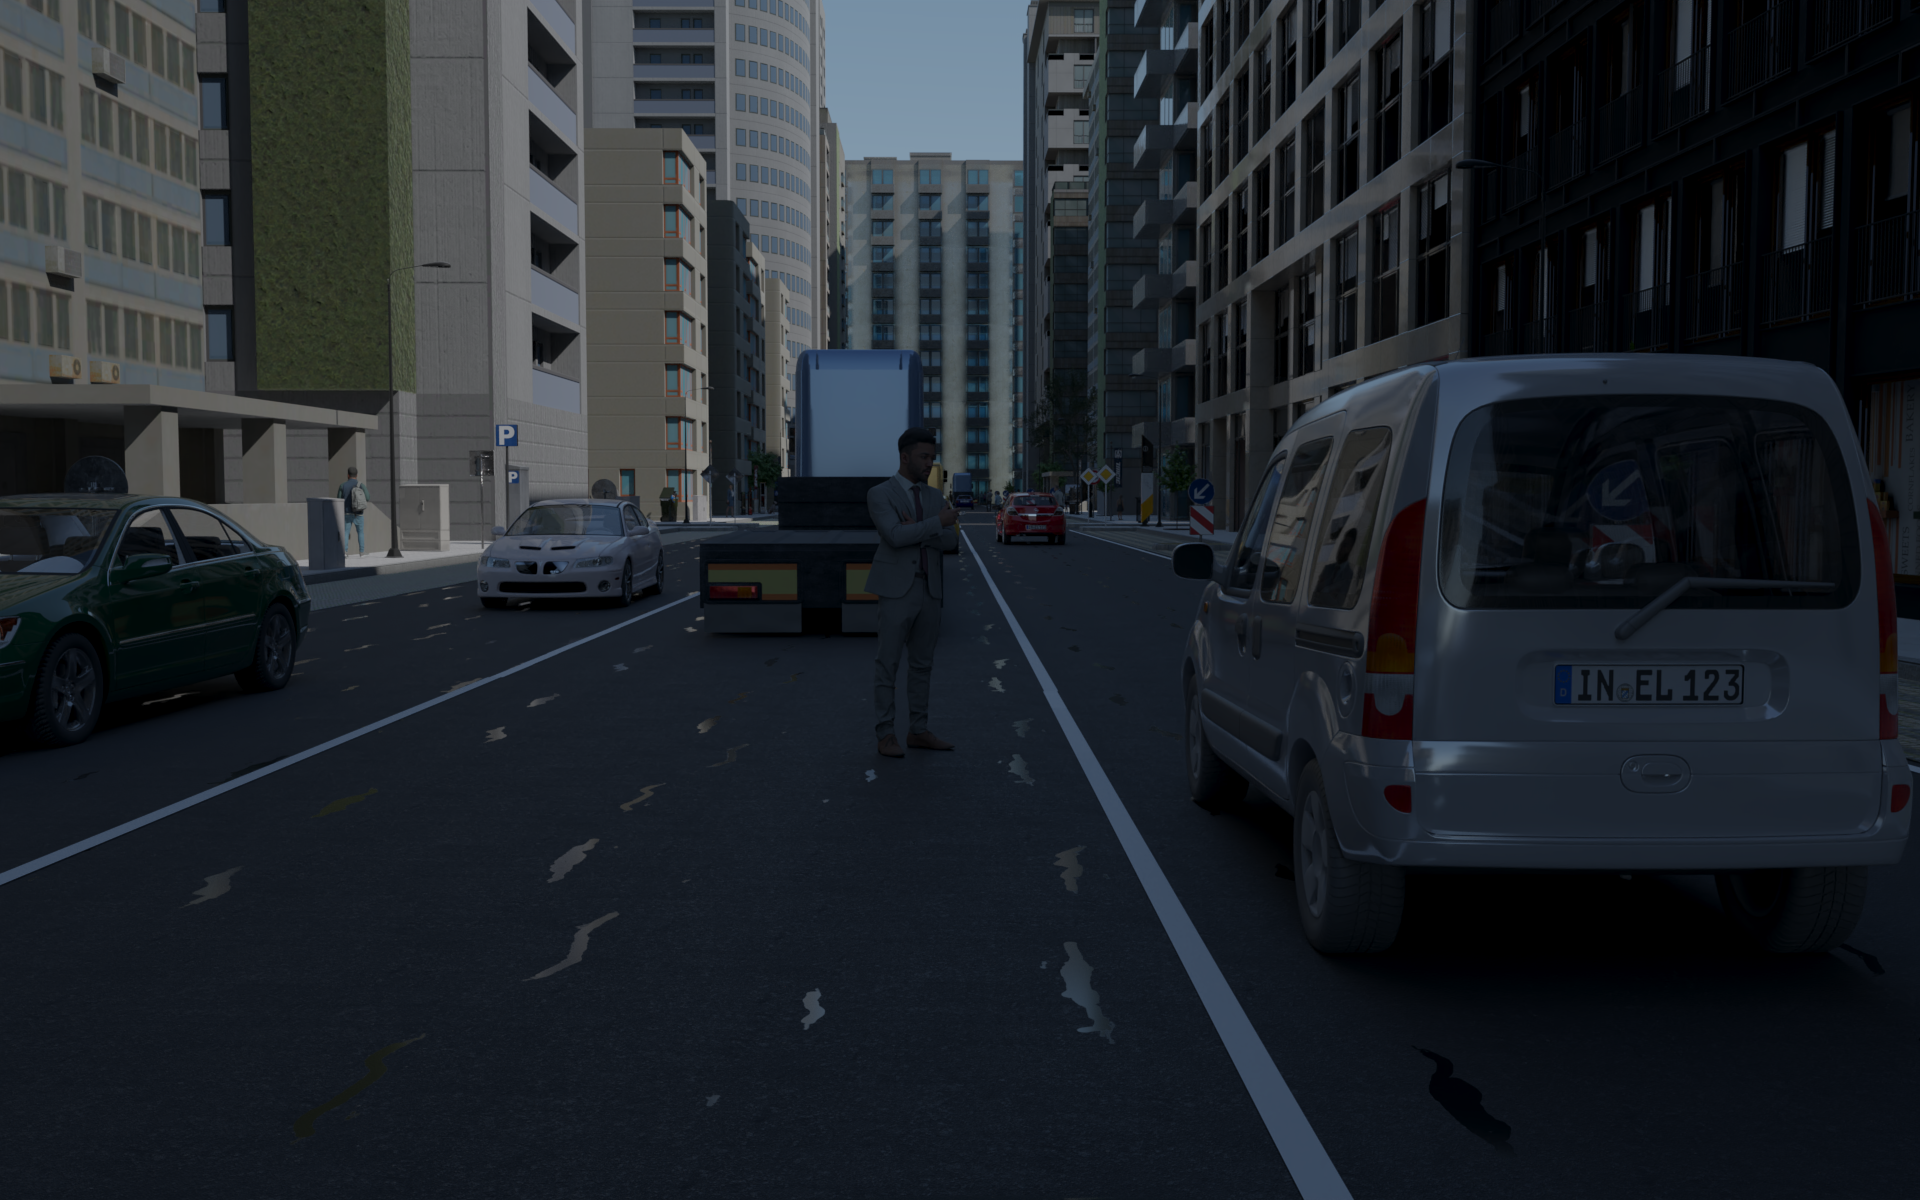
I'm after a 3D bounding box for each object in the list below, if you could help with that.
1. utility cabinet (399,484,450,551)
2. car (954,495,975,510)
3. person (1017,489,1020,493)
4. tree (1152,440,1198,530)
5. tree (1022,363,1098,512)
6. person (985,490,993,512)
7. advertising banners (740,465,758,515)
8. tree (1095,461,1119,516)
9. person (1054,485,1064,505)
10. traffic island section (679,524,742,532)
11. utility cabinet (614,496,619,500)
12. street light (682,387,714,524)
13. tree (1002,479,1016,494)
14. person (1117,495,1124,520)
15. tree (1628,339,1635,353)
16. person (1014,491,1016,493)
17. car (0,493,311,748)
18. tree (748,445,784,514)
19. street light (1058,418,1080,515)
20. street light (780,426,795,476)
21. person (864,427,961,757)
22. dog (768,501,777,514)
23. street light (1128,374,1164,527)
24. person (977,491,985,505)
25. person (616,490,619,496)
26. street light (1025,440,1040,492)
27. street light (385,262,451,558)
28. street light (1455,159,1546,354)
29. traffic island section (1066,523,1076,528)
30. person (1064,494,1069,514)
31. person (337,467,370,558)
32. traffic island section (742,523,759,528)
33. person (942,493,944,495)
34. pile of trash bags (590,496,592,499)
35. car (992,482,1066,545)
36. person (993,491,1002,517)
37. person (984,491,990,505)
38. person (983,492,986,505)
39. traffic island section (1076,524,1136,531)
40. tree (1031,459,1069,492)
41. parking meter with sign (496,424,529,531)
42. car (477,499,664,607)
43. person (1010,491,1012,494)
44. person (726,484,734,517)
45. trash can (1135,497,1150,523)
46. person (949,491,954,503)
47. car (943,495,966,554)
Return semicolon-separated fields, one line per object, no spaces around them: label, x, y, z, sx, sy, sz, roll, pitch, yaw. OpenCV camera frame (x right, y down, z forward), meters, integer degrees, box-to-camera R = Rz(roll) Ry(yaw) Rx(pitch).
utility cabinet;-12.009;-1.842;38.803;1.173;1.500;0.318;2;4;25
car;0.424;-8.952;158.946;1.945;1.354;3.894;0;4;0
person;6.336;-11.060;186.876;0.705;1.824;1.348;-1;4;-8
tree;7.631;-4.110;61.798;1.663;3.219;1.824;0;3;0
tree;8.313;-11.500;122.435;8.767;10.594;7.601;1;4;11
person;2.340;-7.972;139.028;0.592;1.802;0.473;-1;4;-11
advertising banners;-12.735;-6.648;104.876;0.090;3.025;2.074;2;4;25
tree;8.548;-6.488;100.684;1.663;3.219;1.824;0;3;0
person;4.262;-4.082;75.334;0.391;1.810;0.635;2;4;27
traffic island section;-9.726;-2.750;67.250;2.009;0.180;2.903;0;4;-1
utility cabinet;-12.283;-3.083;61.573;0.306;1.237;1.020;-2;4;-30
street light;-11.359;-6.276;75.151;1.470;5.913;1.316;0;4;-1
tree;6.248;-13.612;217.156;1.663;3.219;1.824;0;3;0
person;7.871;-4.538;84.916;0.362;1.253;0.373;3;5;43
tree;8.293;-1.659;21.733;1.663;3.219;1.824;0;3;0
person;6.468;-12.068;204.819;0.415;1.643;0.593;1;4;14
car;-5.908;0.029;11.318;2.131;1.459;4.920;0;4;1
tree;-13.276;-7.994;114.416;4.285;4.588;4.351;0;3;0
street light;6.702;-8.193;106.501;1.470;5.913;1.316;0;4;-1
street light;-11.701;-8.917;118.339;1.470;5.913;1.316;0;4;-1
person;-0.236;-0.052;9.536;0.466;1.800;0.511;3;4;36
dog;-12.053;-5.899;110.820;0.513;0.831;0.800;-2;4;-28
street light;7.196;-5.776;66.977;1.470;5.913;1.316;0;4;-1
person;2.760;-12.888;219.297;1.350;1.814;0.705;0;4;-1
person;-15.234;-4.247;75.887;0.661;1.777;0.834;2;4;27
street light;6.357;-10.861;150.111;1.470;5.913;1.316;0;4;-1
street light;-10.864;-3.804;34.740;1.470;5.913;1.316;0;4;-1
street light;7.574;-3.160;24.215;1.470;5.913;1.316;0;4;-1
traffic island section;5.631;-3.248;75.392;2.009;0.180;2.903;0;4;-1
person;7.054;-6.504;113.391;0.512;1.701;0.522;1;4;12
person;-12.086;-1.733;34.354;0.794;1.824;0.713;0;4;7
traffic island section;-9.810;-3.239;75.234;2.009;0.180;2.903;0;4;-1
person;-2.076;-11.296;193.128;0.705;1.831;1.348;-3;4;-36
pile of trash bags;-16.682;-4.248;79.208;3.447;1.369;1.912;1;4;20
car;2.031;-2.535;50.481;2.155;1.783;4.494;0;4;-3
person;2.358;-5.971;107.944;0.589;1.601;0.330;-2;4;-23
person;3.374;-12.295;209.609;0.705;1.814;1.350;-2;4;-35
person;3.197;-13.293;226.524;1.217;1.739;0.721;2;4;28
traffic island section;5.715;-2.760;67.407;2.009;0.180;2.903;0;4;-1
tree;7.969;-10.393;153.632;4.285;4.588;4.351;0;3;0
parking meter with sign;-11.287;-2.935;44.256;0.543;3.016;1.738;0;4;4
car;-5.163;-0.677;23.437;2.083;1.381;4.827;0;4;-1
person;6.390;-12.423;209.969;0.742;1.727;0.445;2;4;34
person;-12.604;-5.444;95.072;0.581;1.822;0.654;-3;4;-38
trash can;8.116;-3.982;76.758;0.748;1.137;0.748;0;3;0
person;-0.738;-8.804;153.158;0.721;1.735;1.217;-1;4;-16
car;-0.859;-1.993;42.806;2.015;1.641;3.980;0;3;0
